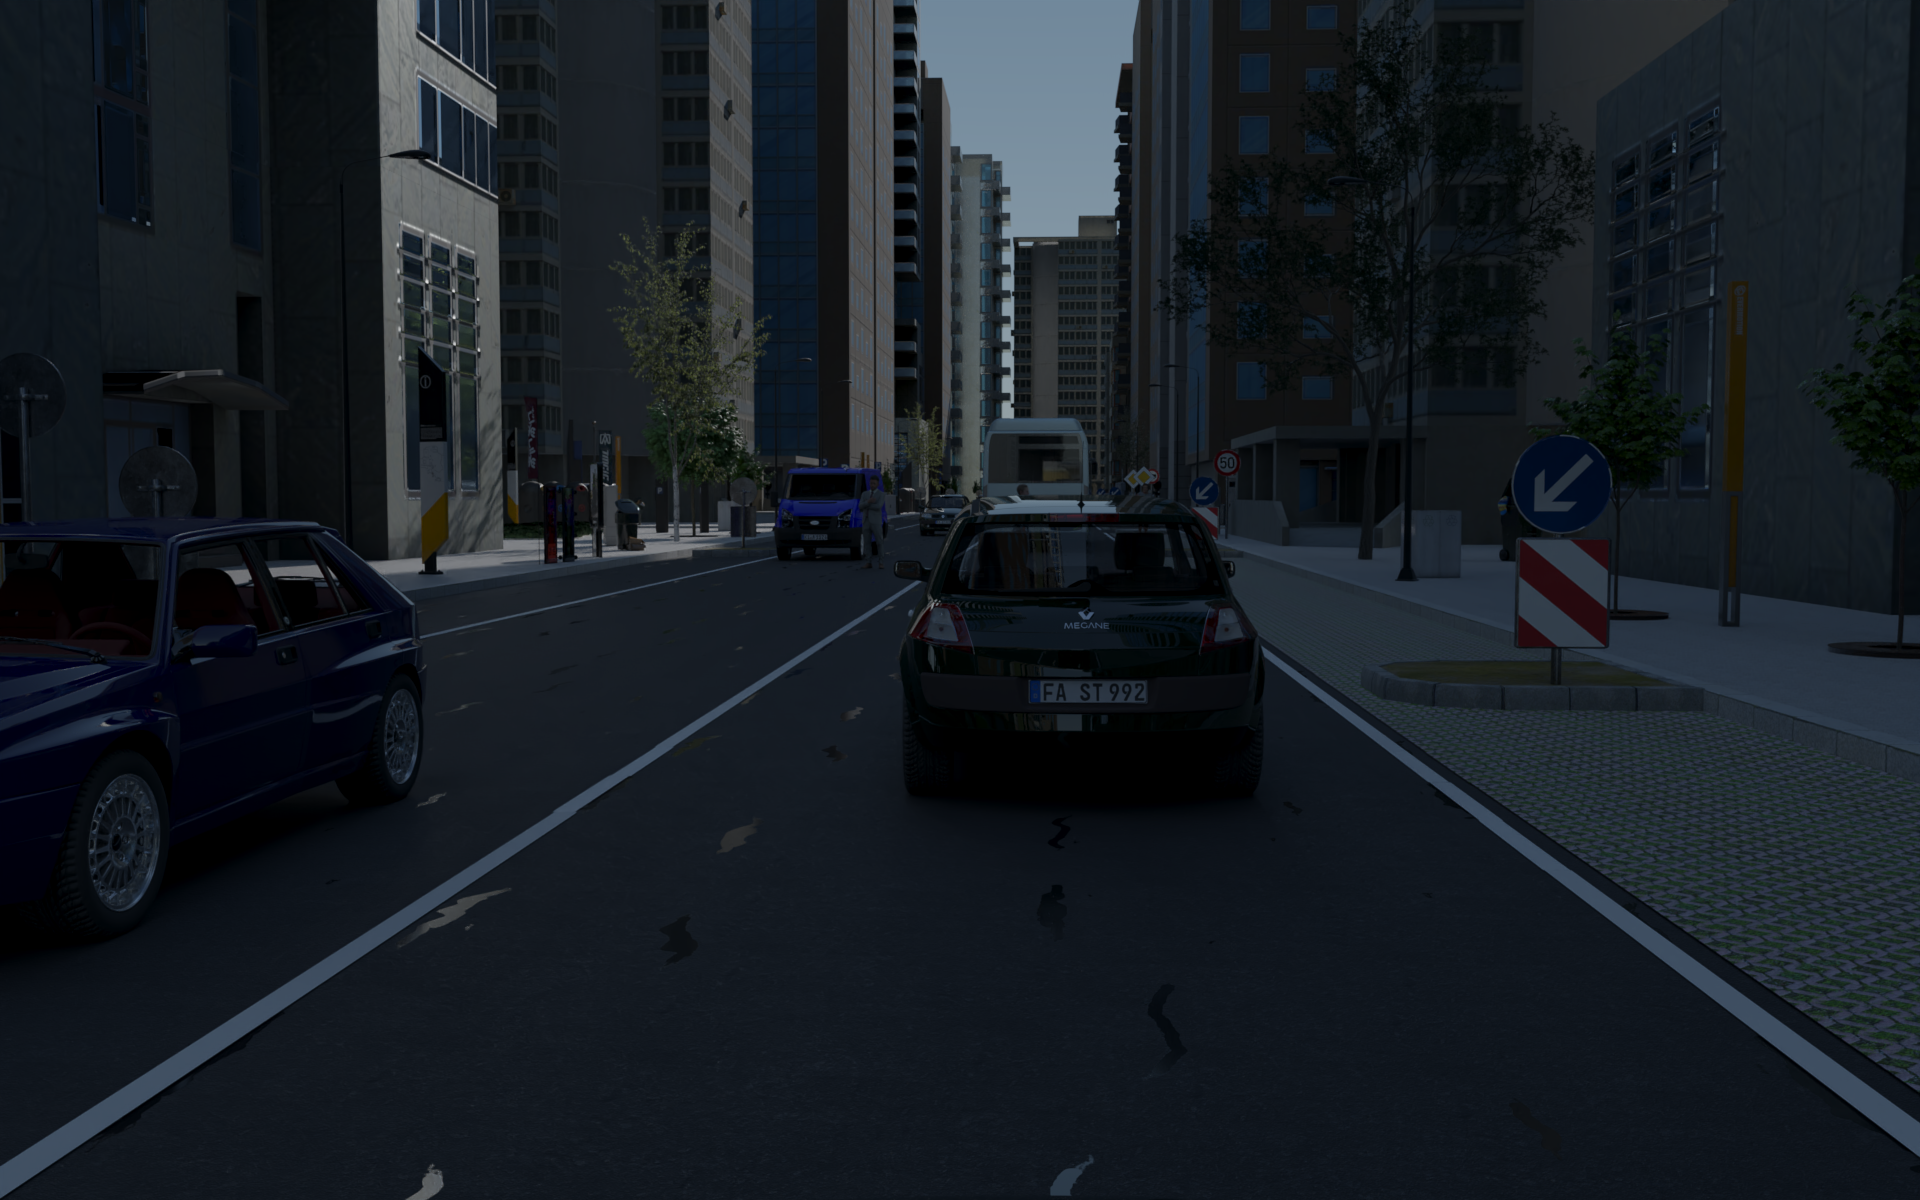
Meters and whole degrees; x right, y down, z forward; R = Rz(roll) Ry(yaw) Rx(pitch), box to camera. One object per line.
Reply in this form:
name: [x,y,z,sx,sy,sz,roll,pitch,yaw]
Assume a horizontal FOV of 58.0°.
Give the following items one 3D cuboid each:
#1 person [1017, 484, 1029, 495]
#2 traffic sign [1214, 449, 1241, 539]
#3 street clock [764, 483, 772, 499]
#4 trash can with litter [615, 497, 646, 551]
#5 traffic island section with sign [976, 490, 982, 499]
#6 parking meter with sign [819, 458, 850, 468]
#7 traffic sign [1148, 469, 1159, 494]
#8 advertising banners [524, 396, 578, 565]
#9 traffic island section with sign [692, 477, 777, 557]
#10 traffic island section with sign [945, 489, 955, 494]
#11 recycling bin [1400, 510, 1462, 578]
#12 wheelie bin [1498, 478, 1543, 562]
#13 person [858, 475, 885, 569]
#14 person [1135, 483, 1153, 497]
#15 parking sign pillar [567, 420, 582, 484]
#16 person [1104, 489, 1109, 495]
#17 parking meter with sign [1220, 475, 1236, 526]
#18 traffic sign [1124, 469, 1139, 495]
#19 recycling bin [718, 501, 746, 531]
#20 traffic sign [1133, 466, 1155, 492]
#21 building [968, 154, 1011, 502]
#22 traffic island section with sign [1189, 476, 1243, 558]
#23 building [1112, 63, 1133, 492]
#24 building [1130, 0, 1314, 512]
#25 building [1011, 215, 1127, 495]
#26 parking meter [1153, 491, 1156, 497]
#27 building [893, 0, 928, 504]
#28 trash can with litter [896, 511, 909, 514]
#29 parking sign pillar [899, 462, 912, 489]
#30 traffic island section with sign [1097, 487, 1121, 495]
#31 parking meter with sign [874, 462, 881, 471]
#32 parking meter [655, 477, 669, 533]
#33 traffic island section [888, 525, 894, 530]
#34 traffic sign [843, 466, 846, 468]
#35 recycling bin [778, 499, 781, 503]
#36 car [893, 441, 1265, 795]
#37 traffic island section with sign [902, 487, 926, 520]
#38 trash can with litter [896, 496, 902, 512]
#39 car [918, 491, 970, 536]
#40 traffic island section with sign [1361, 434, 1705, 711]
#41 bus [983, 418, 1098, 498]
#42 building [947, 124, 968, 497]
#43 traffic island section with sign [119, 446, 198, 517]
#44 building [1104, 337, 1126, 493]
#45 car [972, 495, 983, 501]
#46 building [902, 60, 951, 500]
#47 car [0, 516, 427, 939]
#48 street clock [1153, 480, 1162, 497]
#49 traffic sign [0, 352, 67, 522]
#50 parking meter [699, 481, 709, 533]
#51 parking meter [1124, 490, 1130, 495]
person: [1.069,-1.189,29.751,0.330,1.601,0.589,2,4,27]
traffic sign: [7.618,-3.018,49.447,0.768,2.556,0.104,0,4,5]
street clock: [-10.702,-5.614,96.354,0.471,2.002,0.358,-1,4,-21]
trash can with litter: [-7.450,-1.718,39.482,0.624,1.170,1.055,-2,4,-34]
traffic island section with sign: [1.976,-10.016,172.389,1.989,1.847,2.006,0,4,3]
parking meter with sign: [-6.053,-5.365,83.973,1.738,3.016,0.543,3,5,42]
traffic sign: [9.619,-5.309,86.908,0.768,2.556,0.104,0,4,7]
advertising banners: [-7.538,-2.184,31.889,0.090,3.025,2.074,1,4,12]
traffic island section with sign: [-5.085,-1.945,40.432,1.989,1.847,2.006,0,4,3]
traffic island section with sign: [-0.655,-6.998,123.053,1.989,1.847,2.006,0,4,3]
recycling bin: [7.267,-0.868,26.747,0.722,1.027,0.722,0,4,-7]
wheelie bin: [10.753,-1.534,32.993,0.980,1.594,0.693,-1,4,-19]
person: [-1.693,-1.503,33.259,0.511,1.800,0.466,0,4,7]
person: [5.797,-2.836,55.219,0.716,1.782,0.532,0,4,7]
parking sign pillar: [-14.112,-4.579,63.343,1.447,3.967,1.447,-1,4,-17]
person: [9.562,-6.258,111.168,0.716,1.782,0.532,1,4,16]
parking meter with sign: [11.174,-4.506,69.932,1.738,3.016,0.543,3,5,44]
traffic sign: [7.018,-4.067,70.134,0.795,2.450,0.064,0,4,3]
recycling bin: [-7.980,-2.938,60.588,0.722,1.027,0.722,2,4,31]
traffic sign: [6.591,-3.579,62.160,0.795,2.450,0.064,0,4,3]
building: [-8.107,-38.051,241.740,30.456,49.044,23.786,0,4,3]
traffic island section with sign: [5.427,-1.903,39.736,1.989,1.847,2.006,0,4,3]
building: [26.744,-31.820,174.881,22.147,44.769,28.867,0,4,3]
building: [22.384,-30.752,152.900,14.600,45.320,14.200,0,4,3]
building: [19.278,-33.786,244.289,23.993,40.220,32.217,0,4,3]
parking meter: [10.923,-5.495,98.256,0.372,1.533,0.369,0,3,0]
building: [-13.747,-51.833,160.135,22.319,86.520,31.000,0,4,3]
trash can with litter: [-4.068,-6.319,114.368,2.233,1.210,1.678,-1,4,-15]
parking sign pillar: [-4.558,-9.518,144.083,1.447,3.967,1.447,2,4,34]
traffic island section with sign: [8.385,-5.292,95.159,1.989,1.847,2.006,0,4,3]
parking meter with sign: [-5.107,-5.975,93.948,1.738,3.016,0.543,3,4,36]
parking meter: [-9.869,-3.154,57.285,0.399,1.863,0.255,1,4,21]
traffic island section: [-3.784,-2.967,70.792,2.009,0.180,2.903,0,4,3]
traffic sign: [-4.186,-3.615,62.755,0.795,2.450,0.064,0,4,3]
recycling bin: [-9.938,-5.266,98.658,0.722,1.027,0.722,3,4,38]
car: [0.602,0.008,9.660,2.009,1.686,4.222,0,4,1]
traffic island section with sign: [-2.137,-5.321,95.628,1.989,1.847,2.006,0,4,3]
trash can with litter: [-4.433,-6.557,118.592,0.624,1.170,1.055,1,4,17]
car: [-0.420,-3.114,60.700,2.009,1.686,4.222,0,4,4]
traffic island section with sign: [3.951,-0.227,12.345,1.989,1.847,2.006,0,4,3]
bus: [2.370,-3.287,48.607,2.948,3.499,13.247,0,4,5]
building: [-15.163,-36.103,209.888,30.456,49.044,23.786,0,4,3]
traffic island section with sign: [-6.527,-0.299,13.515,1.989,1.847,2.006,0,4,3]
building: [31.324,-21.993,204.623,27.650,21.520,28.899,0,4,3]
car: [1.905,-6.792,123.044,2.014,1.417,4.499,0,4,4]
building: [-8.306,-32.635,183.693,14.600,45.320,14.200,0,4,3]
car: [-3.506,0.352,6.831,1.945,1.354,3.894,0,4,2]
street clock: [10.458,-5.335,91.802,0.358,2.002,0.471,-2,4,-32]
traffic sign: [-8.415,-0.948,15.605,0.768,2.556,0.104,0,4,5]
parking meter: [-8.473,-3.160,57.380,0.255,1.863,0.399,-1,4,-19]
parking meter: [11.421,-6.739,118.588,0.372,1.533,0.369,0,3,0]
